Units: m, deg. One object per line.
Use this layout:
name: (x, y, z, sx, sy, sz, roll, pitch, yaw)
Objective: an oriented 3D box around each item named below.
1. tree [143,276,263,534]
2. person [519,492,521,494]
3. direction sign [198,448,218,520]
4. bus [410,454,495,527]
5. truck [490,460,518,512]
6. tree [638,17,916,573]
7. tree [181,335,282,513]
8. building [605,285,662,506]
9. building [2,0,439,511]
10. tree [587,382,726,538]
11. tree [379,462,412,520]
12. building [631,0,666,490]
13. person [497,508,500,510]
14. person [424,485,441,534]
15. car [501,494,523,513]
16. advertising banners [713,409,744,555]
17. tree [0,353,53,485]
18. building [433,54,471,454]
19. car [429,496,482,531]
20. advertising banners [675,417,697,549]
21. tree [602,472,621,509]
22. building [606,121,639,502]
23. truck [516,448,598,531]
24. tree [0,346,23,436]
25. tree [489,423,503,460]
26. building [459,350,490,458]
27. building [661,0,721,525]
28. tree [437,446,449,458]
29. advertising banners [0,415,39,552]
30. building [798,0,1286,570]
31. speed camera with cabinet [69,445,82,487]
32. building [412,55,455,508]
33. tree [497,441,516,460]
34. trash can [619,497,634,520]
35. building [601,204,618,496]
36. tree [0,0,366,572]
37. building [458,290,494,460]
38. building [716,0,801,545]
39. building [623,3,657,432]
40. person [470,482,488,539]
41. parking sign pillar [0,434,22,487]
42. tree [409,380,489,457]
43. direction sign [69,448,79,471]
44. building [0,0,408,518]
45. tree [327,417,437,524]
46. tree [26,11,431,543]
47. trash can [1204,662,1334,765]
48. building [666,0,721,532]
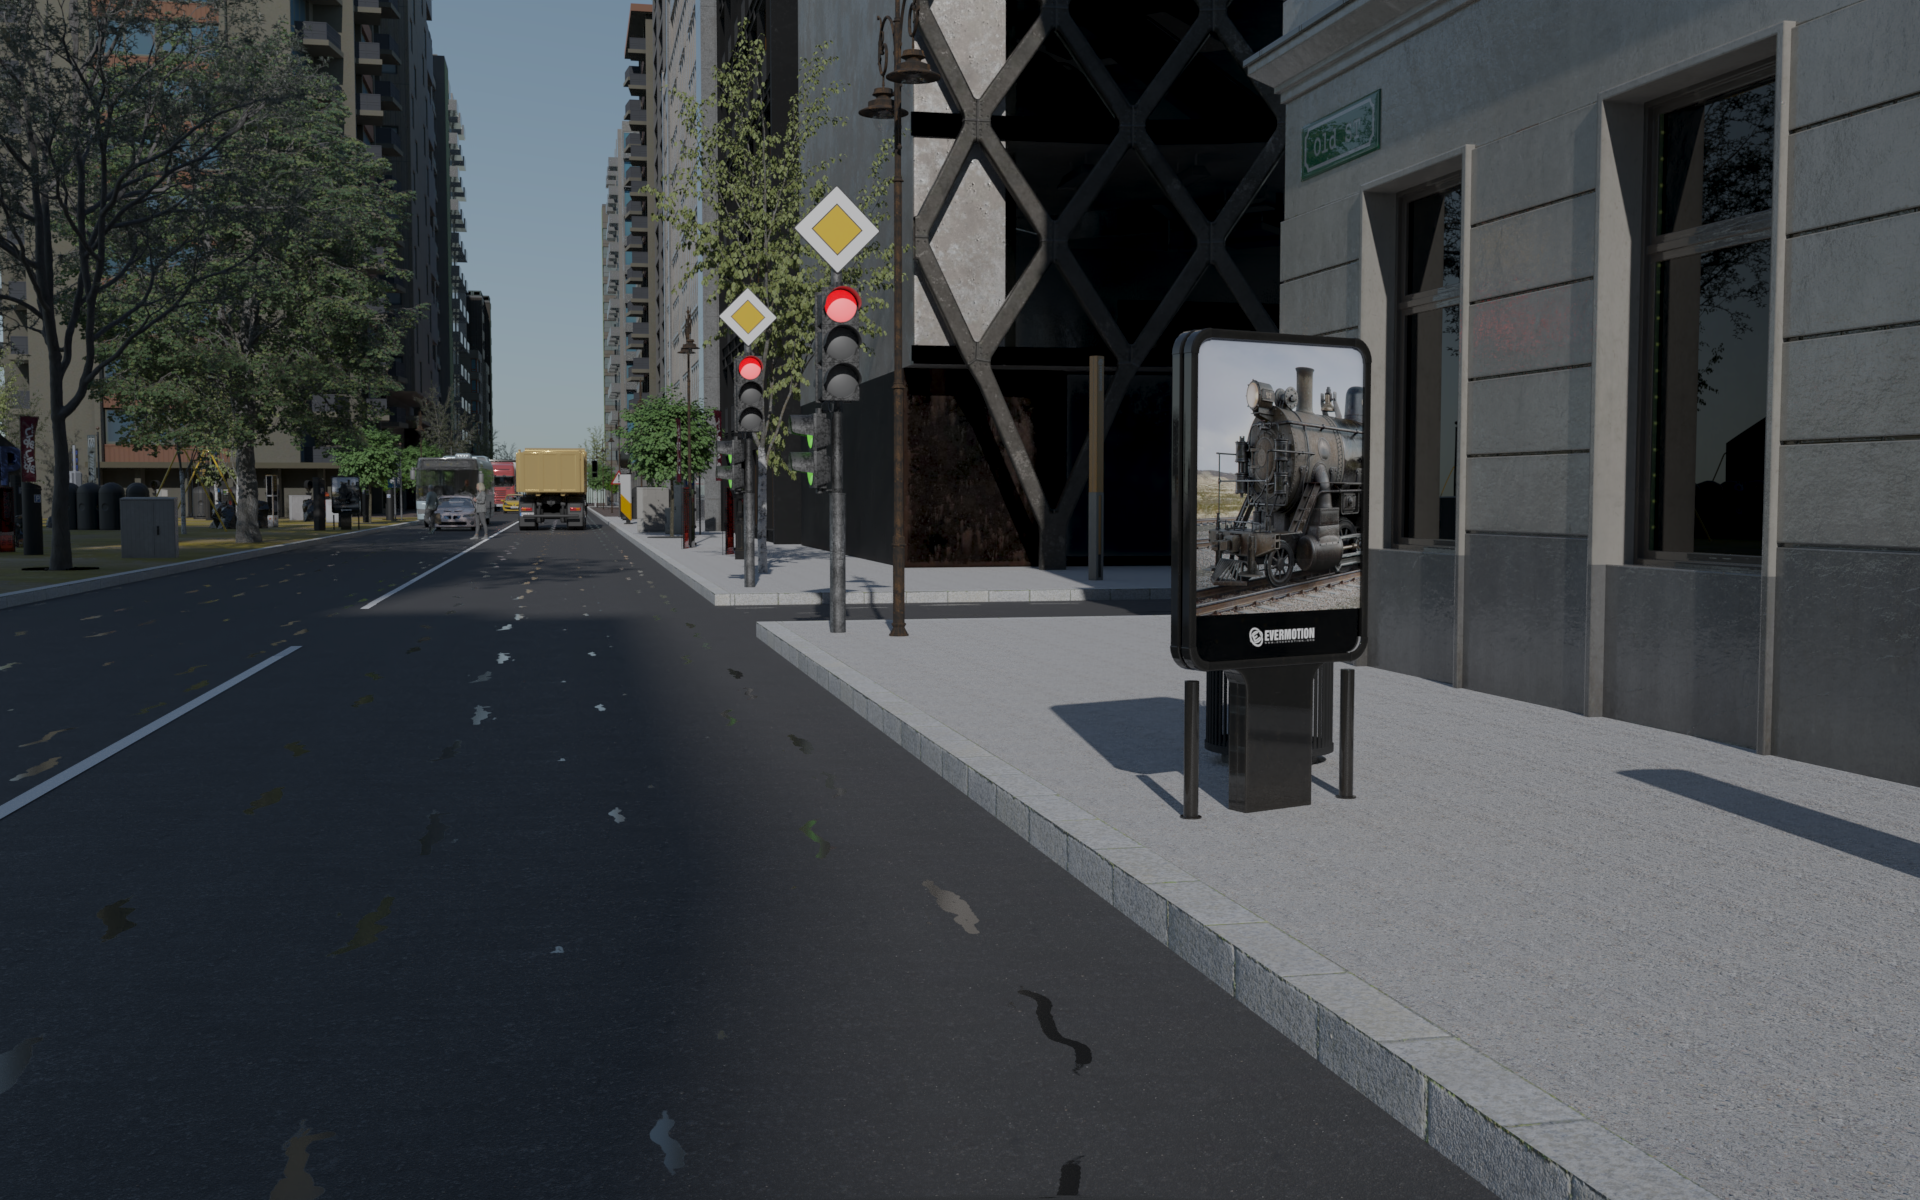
tree: (-24.657, -6.419, 55.310, 4.360, 8.622, 3.978, 0, 3, 0)
person: (-56.898, -13.163, 223.845, 1.348, 1.807, 0.705, 1, 4, 18)
direction sign: (-36.700, -5.664, 84.606, 0.876, 3.537, 0.379, -1, 4, -8)
bus: (-22.832, -5.127, 78.678, 2.948, 3.499, 13.247, -1, 4, -12)
truck: (-37.784, -9.409, 142.751, 2.839, 4.237, 11.283, -1, 4, -13)
tree: (-2.973, -4.743, 27.912, 4.737, 8.622, 4.395, 0, 3, 0)
tree: (-30.157, -7.447, 72.122, 4.737, 8.622, 4.395, 0, 3, 0)
building: (-24.732, -31.104, 200.433, 32.217, 40.220, 23.993, -1, 4, -13)
building: (-54.946, -33.236, 132.653, 28.713, 52.752, 27.495, -1, 4, -13)
tree: (-8.548, -4.102, 50.782, 4.285, 4.588, 4.351, 0, 3, 0)
tree: (-28.051, -5.570, 85.668, 1.663, 3.219, 1.824, 0, 3, 0)
building: (-14.840, -42.449, 132.285, 20.563, 71.187, 20.611, -1, 4, -13)
person: (-42.591, -9.241, 159.675, 0.705, 1.814, 1.350, 0, 3, 0)
person: (-19.120, -3.297, 62.888, 0.515, 1.767, 0.782, 1, 4, 16)
car: (-33.281, -7.298, 129.539, 2.015, 1.641, 3.980, -1, 4, -13)
advertising banners: (-4.877, -2.477, 36.687, 0.090, 3.025, 2.074, 1, 4, 11)
tree: (-47.726, -8.347, 86.835, 4.360, 8.622, 3.978, 0, 3, 0)
building: (-65.829, -34.864, 189.635, 23.786, 49.044, 30.456, -1, 4, -13)
car: (-20.107, -3.469, 69.084, 2.083, 1.381, 4.827, -1, 4, -13)
advertising banners: (-6.441, -2.720, 40.655, 0.090, 3.025, 2.074, 0, 4, 3)
tree: (-29.467, -9.371, 147.810, 1.663, 3.219, 1.824, 0, 3, 0)
building: (-34.491, -37.077, 225.820, 23.786, 49.044, 30.456, -1, 4, -13)
truck: (-16.739, -4.622, 71.490, 3.469, 3.379, 9.791, -1, 4, -11)
tree: (-43.979, -7.662, 75.631, 4.737, 8.622, 4.395, 0, 3, 0)
tree: (-46.961, -13.437, 170.064, 4.360, 8.622, 3.978, 0, 3, 0)
building: (-74.353, -22.867, 218.921, 27.650, 21.520, 28.899, -1, 4, -13)
building: (-8.602, -16.581, 89.125, 12.078, 24.808, 19.932, -1, 4, -13)
tree: (-31.235, -7.181, 101.125, 4.285, 4.588, 4.351, 0, 3, 0)
advertising banners: (-21.055, -2.562, 38.073, 0.090, 3.025, 2.074, 1, 4, 19)
building: (6.038, -10.327, 36.292, 16.811, 18.784, 16.820, -1, 4, -13)
speed camera with cabinet: (-36.027, -4.693, 71.060, 0.660, 3.252, 2.038, 1, 4, 8)
building: (-53.316, -28.857, 155.412, 14.154, 41.232, 14.086, -1, 4, -13)
tree: (-63.126, -17.864, 242.437, 4.737, 8.622, 4.395, 0, 3, 0)
trash can: (-16.258, -4.458, 84.547, 0.748, 1.137, 0.748, 0, 3, 0)
building: (-43.804, -34.471, 247.190, 14.154, 41.232, 14.086, -1, 4, -13)
tree: (-15.024, -7.247, 28.863, 12.009, 13.543, 11.850, 0, 3, 0)
building: (-72.596, -28.706, 241.050, 14.160, 30.474, 14.107, -1, 4, -13)
building: (-0.458, -13.617, 52.308, 12.332, 23.373, 15.834, -1, 4, -13)
building: (-18.973, -30.755, 157.475, 22.147, 44.769, 28.867, -1, 4, -13)
person: (-15.218, -2.822, 54.831, 0.526, 1.800, 0.537, -2, 4, -28)
parking sign pillar: (-38.860, -5.033, 70.761, 1.447, 3.967, 1.447, 1, 4, 18)
tree: (-33.482, -9.918, 112.515, 4.360, 8.622, 3.978, 0, 3, 0)
direction sign: (-44.175, -5.752, 86.046, 0.876, 3.537, 0.379, 1, 4, 9)
building: (-46.305, -27.606, 105.990, 22.147, 44.769, 28.867, -1, 4, -13)
tree: (-25.422, -5.539, 74.280, 4.285, 4.588, 4.351, 0, 3, 0)
tree: (-18.961, -8.490, 45.460, 9.857, 13.997, 8.962, 0, 3, 0)
trash can: (1.482, 0.206, 8.284, 0.748, 1.137, 0.748, 0, 3, 0)
building: (-5.065, -15.382, 69.525, 12.078, 24.808, 19.932, -1, 4, -13)
